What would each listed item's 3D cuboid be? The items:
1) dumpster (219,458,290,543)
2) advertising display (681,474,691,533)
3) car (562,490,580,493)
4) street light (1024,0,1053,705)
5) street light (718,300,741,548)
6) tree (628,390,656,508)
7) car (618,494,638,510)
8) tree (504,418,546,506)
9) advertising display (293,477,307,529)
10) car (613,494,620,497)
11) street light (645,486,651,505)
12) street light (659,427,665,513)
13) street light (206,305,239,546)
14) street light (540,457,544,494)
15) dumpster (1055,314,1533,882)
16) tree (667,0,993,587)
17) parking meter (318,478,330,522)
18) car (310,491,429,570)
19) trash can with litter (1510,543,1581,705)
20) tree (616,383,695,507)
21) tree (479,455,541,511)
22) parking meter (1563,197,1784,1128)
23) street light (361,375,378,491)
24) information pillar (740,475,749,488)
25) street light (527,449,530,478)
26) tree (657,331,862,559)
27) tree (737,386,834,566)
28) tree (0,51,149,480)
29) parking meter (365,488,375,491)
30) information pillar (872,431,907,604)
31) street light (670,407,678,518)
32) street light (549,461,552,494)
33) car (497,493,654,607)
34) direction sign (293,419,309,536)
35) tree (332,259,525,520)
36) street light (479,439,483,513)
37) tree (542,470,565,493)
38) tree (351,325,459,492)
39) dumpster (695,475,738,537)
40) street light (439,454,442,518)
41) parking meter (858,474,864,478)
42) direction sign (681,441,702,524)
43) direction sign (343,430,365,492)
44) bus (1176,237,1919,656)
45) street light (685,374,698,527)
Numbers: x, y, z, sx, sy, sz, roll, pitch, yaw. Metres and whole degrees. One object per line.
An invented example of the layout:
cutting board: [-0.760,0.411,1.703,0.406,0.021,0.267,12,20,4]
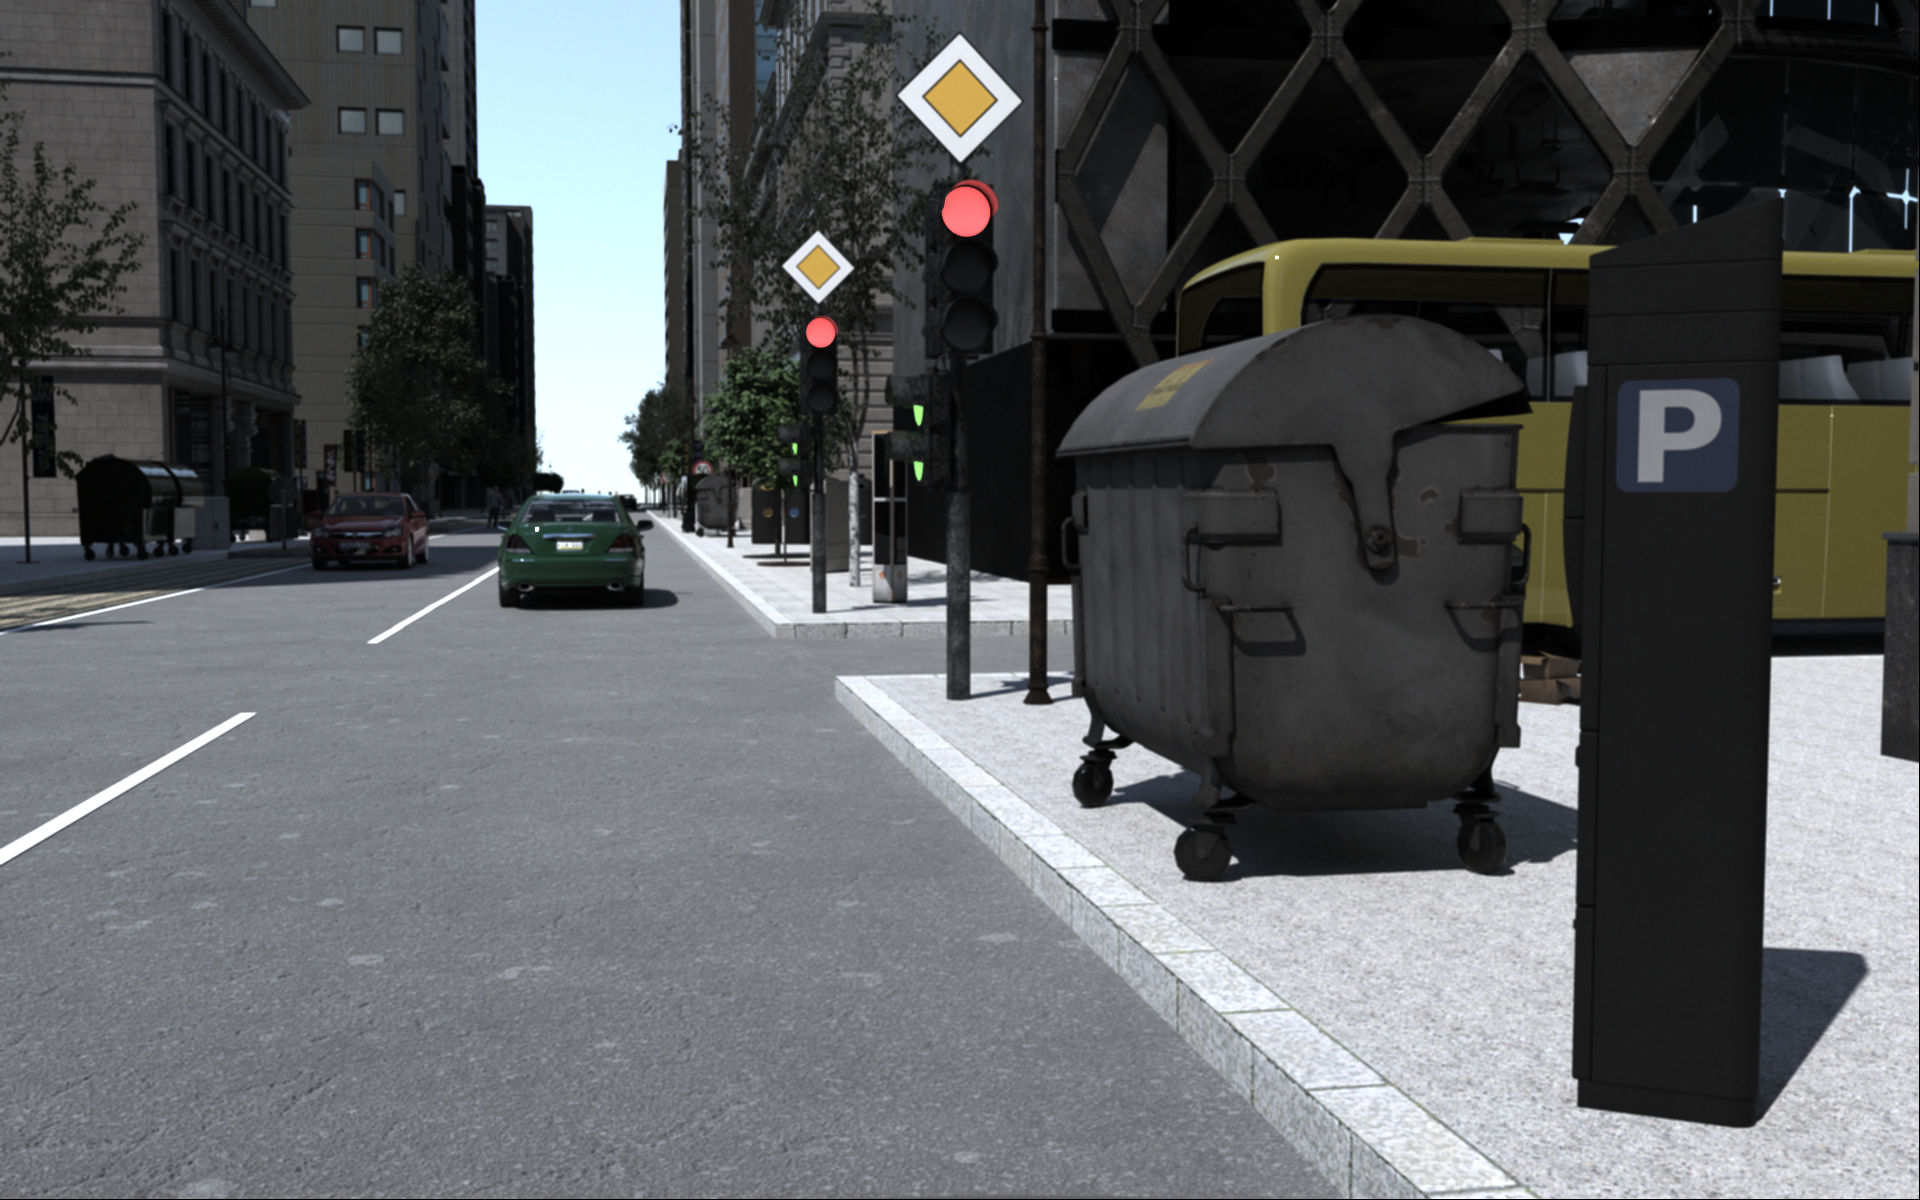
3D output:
dumpster: [-18.850,-2.681,46.327,1.502,2.255,1.985,-1,4,-11]
advertising display: [-9.087,-3.193,57.424,0.123,1.923,0.974,-1,4,-21]
car: [-34.403,-8.839,153.188,2.281,1.827,5.304,-1,4,-12]
street light: [0.479,-2.303,10.443,0.468,5.910,1.993,-1,4,-11]
street light: [-5.510,-4.196,41.386,0.468,5.910,1.993,-1,4,-11]
tree: [-16.625,-9.139,99.779,4.360,8.622,3.978,0,3,0]
car: [-29.749,-8.850,154.481,2.009,1.686,4.222,-1,4,-13]
tree: [-42.077,-13.176,165.784,4.360,8.622,3.978,0,3,0]
advertising display: [-24.468,-3.613,64.290,0.123,1.923,0.974,0,4,2]
car: [-37.112,-10.885,188.196,2.015,1.641,3.980,-1,4,-11]
street light: [-40.353,-15.283,222.657,0.468,5.910,1.993,-1,4,-11]
street light: [-20.020,-8.820,116.992,0.468,5.910,1.993,-1,4,-11]
street light: [-18.011,-4.260,42.435,0.468,5.910,1.993,-1,4,-11]
street light: [-48.194,-13.866,199.498,0.468,5.910,1.993,-1,4,-11]
dumpster: [1.177,-0.043,6.457,1.264,1.857,1.865,-1,4,-11]
tree: [-1.701,-4.489,23.759,4.360,8.622,3.978,0,3,0]
parking meter: [-23.351,-3.540,63.586,0.255,1.863,0.399,1,4,12]
car: [-11.650,-1.546,34.312,2.155,1.783,4.494,-1,4,-11]
trash can with litter: [3.514,0.027,10.945,0.624,1.170,1.055,-3,5,-44]
tree: [-30.660,-16.014,178.844,9.611,12.733,9.660,0,3,0]
tree: [-36.011,-9.264,135.187,4.285,4.588,4.351,0,3,0]
parking meter: [1.474,0.128,3.622,0.399,1.863,0.255,2,4,23]
street light: [-22.925,-5.782,67.329,0.468,5.910,1.993,-1,4,-11]
information pillar: [-8.451,-3.883,67.987,0.304,2.012,0.304,-1,4,-15]
street light: [-43.396,-12.326,174.325,0.468,5.910,1.993,-1,4,-11]
tree: [-3.660,-3.131,34.912,4.285,4.588,4.351,0,3,0]
tree: [-3.266,-2.235,31.149,1.663,3.219,1.824,0,3,0]
tree: [-15.878,-4.763,28.242,4.737,8.622,4.395,0,3,0]
parking meter: [-23.767,-3.753,69.766,0.372,1.533,0.369,0,3,0]
information pillar: [-0.823,-0.968,20.321,0.304,2.012,0.304,2,4,35]
street light: [-15.187,-7.298,92.108,0.468,5.910,1.993,-1,4,-11]
street light: [-53.303,-15.449,225.375,0.468,5.910,1.993,-1,4,-11]
car: [-5.225,-0.716,23.502,2.131,1.459,4.920,-1,4,-11]
direction sign: [-20.051,-3.712,52.693,0.379,3.537,0.876,0,4,1]
tree: [-26.155,-10.262,84.791,9.611,12.733,9.660,0,3,0]
street light: [-32.293,-8.814,116.900,0.468,5.910,1.993,-1,4,-11]
tree: [-52.727,-14.267,216.985,4.285,4.588,4.351,0,3,0]
tree: [-24.597,-7.698,76.217,4.737,8.622,4.395,0,3,0]
dumpster: [-7.330,-2.842,52.220,1.264,1.857,1.865,-1,4,-11]
street light: [-27.582,-7.277,91.762,0.468,5.910,1.993,-1,4,-11]
parking meter: [-2.950,-2.693,49.746,0.255,1.863,0.399,3,4,36]
direction sign: [-11.374,-4.980,73.421,0.876,3.537,0.379,-2,4,-24]
direction sign: [-21.396,-4.234,61.225,0.876,3.537,0.379,1,4,21]
bus: [8.262,-1.521,16.421,12.252,3.916,2.896,-1,4,-11]
street light: [-10.370,-5.763,67.020,0.468,5.910,1.993,-1,4,-11]
